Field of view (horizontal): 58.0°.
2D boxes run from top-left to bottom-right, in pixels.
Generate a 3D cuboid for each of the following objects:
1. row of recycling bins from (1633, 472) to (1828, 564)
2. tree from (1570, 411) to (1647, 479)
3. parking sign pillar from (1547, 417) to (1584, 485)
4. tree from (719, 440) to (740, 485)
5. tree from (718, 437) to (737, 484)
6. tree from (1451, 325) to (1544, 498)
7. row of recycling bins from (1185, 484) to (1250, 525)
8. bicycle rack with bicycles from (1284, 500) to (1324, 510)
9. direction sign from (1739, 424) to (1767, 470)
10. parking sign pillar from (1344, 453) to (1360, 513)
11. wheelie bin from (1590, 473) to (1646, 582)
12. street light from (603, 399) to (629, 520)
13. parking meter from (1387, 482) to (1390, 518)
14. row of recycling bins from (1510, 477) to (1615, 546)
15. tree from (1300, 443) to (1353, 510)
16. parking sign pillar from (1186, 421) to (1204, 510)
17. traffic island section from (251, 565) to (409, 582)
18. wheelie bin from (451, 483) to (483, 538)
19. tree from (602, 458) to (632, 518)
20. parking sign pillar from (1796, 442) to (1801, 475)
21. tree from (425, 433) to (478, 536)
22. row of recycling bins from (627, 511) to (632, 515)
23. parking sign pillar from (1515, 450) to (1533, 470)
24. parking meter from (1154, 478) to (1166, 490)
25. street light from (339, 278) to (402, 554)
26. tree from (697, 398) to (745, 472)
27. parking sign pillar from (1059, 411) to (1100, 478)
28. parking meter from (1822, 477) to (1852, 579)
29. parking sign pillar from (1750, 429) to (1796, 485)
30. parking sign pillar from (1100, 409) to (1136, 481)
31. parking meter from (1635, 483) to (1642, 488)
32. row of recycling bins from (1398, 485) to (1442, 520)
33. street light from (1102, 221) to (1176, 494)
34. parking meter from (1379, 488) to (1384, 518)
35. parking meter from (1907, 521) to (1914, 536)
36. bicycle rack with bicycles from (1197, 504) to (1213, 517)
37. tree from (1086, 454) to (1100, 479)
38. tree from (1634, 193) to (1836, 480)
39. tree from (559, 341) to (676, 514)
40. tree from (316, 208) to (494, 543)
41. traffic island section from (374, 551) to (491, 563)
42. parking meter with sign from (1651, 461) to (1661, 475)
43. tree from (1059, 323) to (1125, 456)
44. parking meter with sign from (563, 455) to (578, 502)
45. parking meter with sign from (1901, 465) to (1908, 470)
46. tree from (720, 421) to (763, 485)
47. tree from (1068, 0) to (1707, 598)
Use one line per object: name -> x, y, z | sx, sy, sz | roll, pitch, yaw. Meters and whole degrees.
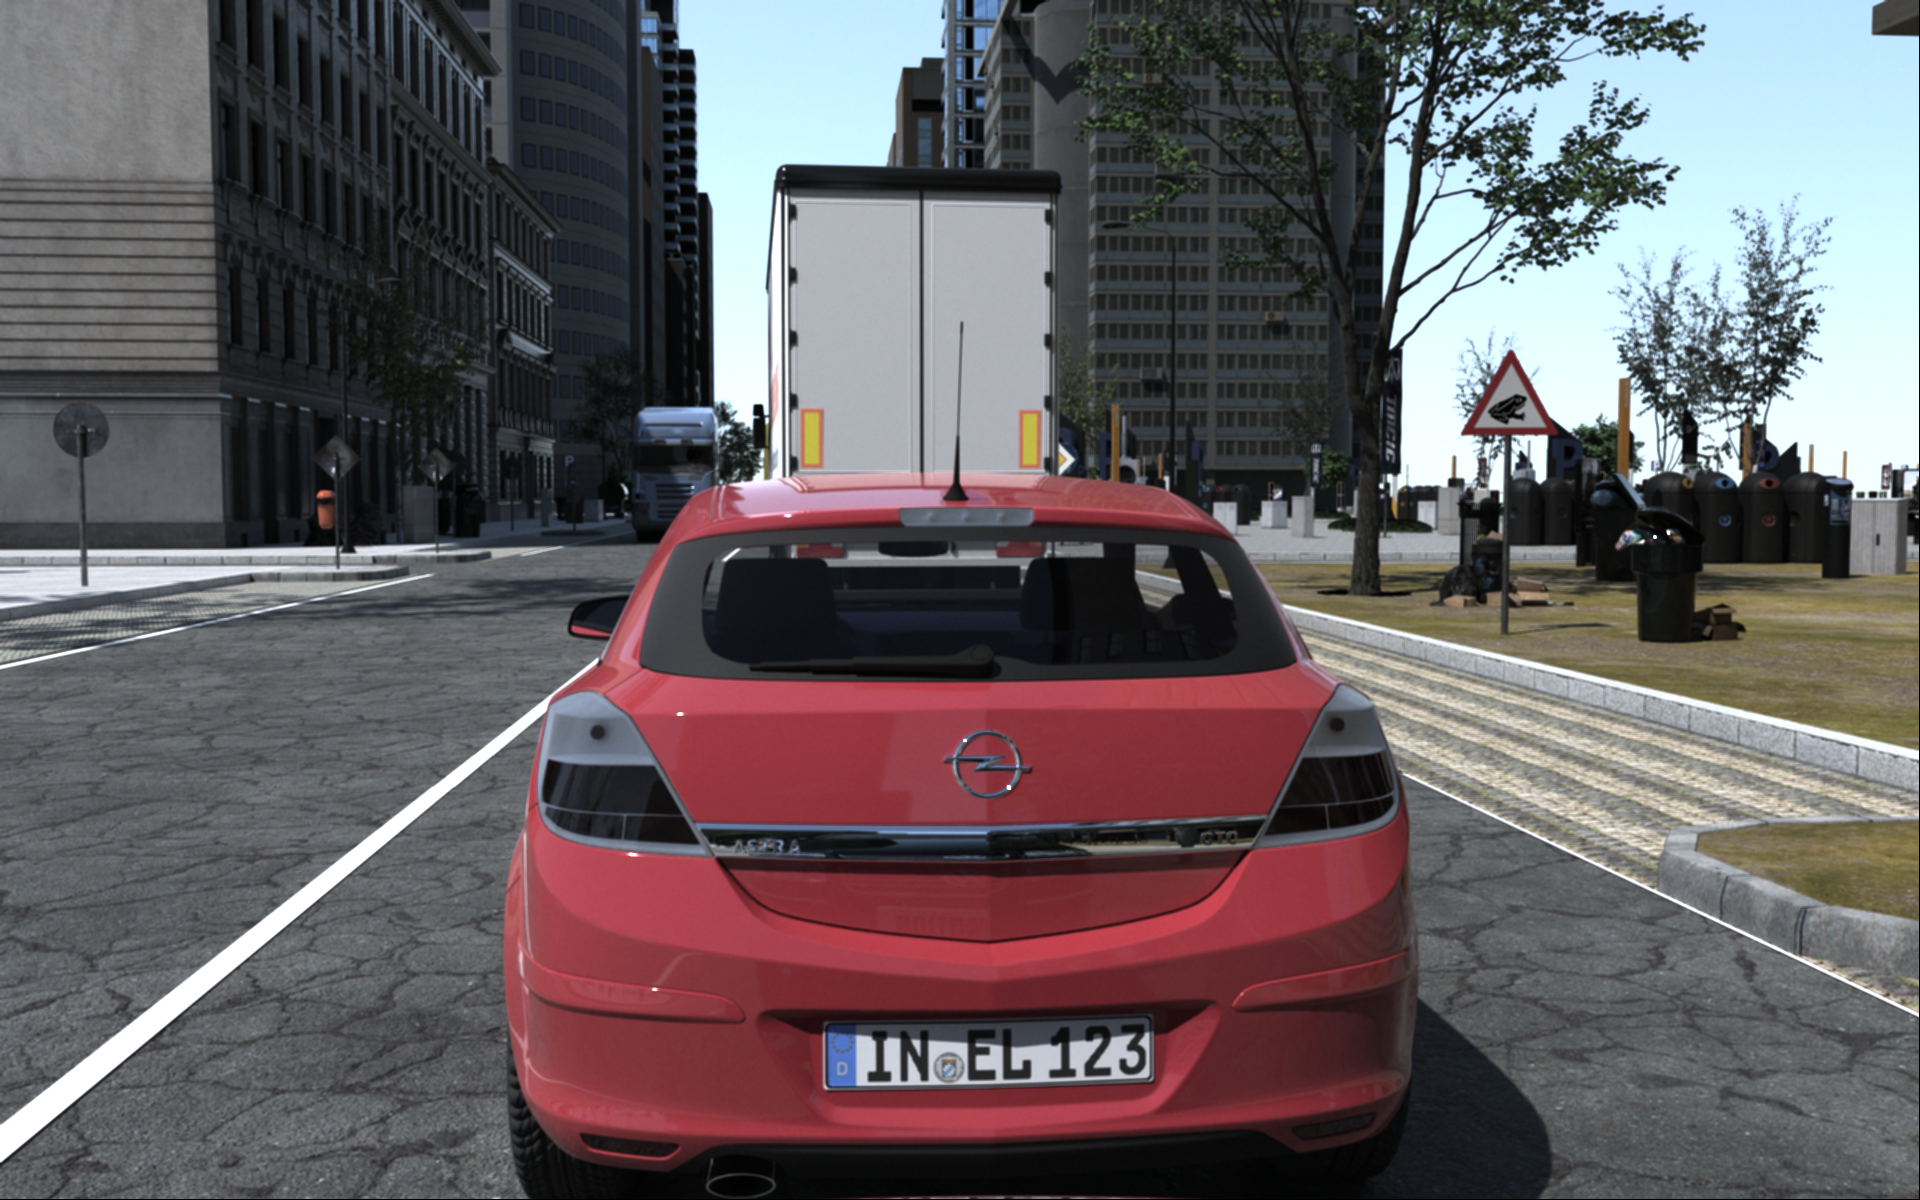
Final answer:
row of recycling bins -> 14.394, -1.529, 32.115 | 3.534, 1.692, 1.069 | 0, 4, -6
tree -> 25.406, -5.205, 68.810 | 4.285, 4.588, 4.351 | 0, 3, 0
parking sign pillar -> 21.337, -4.432, 60.933 | 1.447, 3.967, 1.447 | -1, 4, -14
tree -> -30.001, -16.580, 221.452 | 4.737, 8.622, 4.395 | 0, 3, 0
tree -> -28.662, -15.700, 207.062 | 4.360, 8.622, 3.978 | 0, 3, 0
tree -> 23.579, -7.728, 76.720 | 4.360, 8.622, 3.978 | 0, 3, 0
row of recycling bins -> 10.815, -4.010, 72.678 | 1.069, 1.692, 3.534 | -3, 4, -36
bicycle rack with bicycles -> 20.366, -5.610, 105.111 | 2.852, 0.926, 2.925 | -1, 4, -18
direction sign -> 25.686, -3.926, 56.183 | 0.379, 3.537, 0.876 | -3, 4, -36
parking sign pillar -> 26.137, -7.748, 115.160 | 1.447, 3.967, 1.447 | 3, 4, 36
wheelie bin -> 9.698, -1.080, 25.574 | 0.693, 1.594, 0.980 | 2, 4, 32
street light -> -16.933, -6.878, 85.002 | 1.470, 5.913, 1.316 | 0, 4, -5
parking meter -> 21.204, -4.914, 86.049 | 0.255, 1.863, 0.399 | 2, 4, 25
row of recycling bins -> 15.299, -2.226, 43.509 | 3.534, 1.692, 1.069 | -1, 4, -19
tree -> 23.265, -7.724, 110.008 | 4.285, 4.588, 4.351 | 0, 3, 0
parking sign pillar -> 8.722, -4.642, 64.367 | 1.447, 3.967, 1.447 | 1, 4, 19
traffic island section -> -10.629, -0.444, 29.540 | 2.009, 0.180, 2.903 | 0, 4, -5
wheelie bin -> -14.572, -2.656, 51.335 | 0.693, 1.594, 0.980 | 3, 5, 41
tree -> -18.664, -6.018, 92.988 | 1.663, 3.219, 1.824 | 0, 3, 0
parking sign pillar -> 43.141, -6.224, 90.233 | 1.447, 3.967, 1.447 | -1, 4, -18
tree -> -15.959, -3.600, 53.463 | 1.663, 3.219, 1.824 | 0, 3, 0
row of recycling bins -> -20.293, -6.215, 108.728 | 1.069, 1.692, 3.534 | -1, 4, -16
parking sign pillar -> 34.324, -7.158, 105.511 | 1.447, 3.967, 1.447 | -1, 4, -13
parking meter -> 7.326, -3.532, 63.458 | 0.399, 1.863, 0.255 | -2, 4, -26
street light -> -12.713, -3.966, 37.385 | 1.470, 5.913, 1.316 | 0, 4, -5
tree -> -26.869, -16.015, 187.606 | 9.928, 11.665, 9.643 | 0, 3, 0
parking sign pillar -> 2.974, -3.782, 50.307 | 1.447, 3.967, 1.447 | 3, 4, 37
parking meter -> 13.339, -1.097, 26.342 | 0.372, 1.533, 0.369 | 0, 3, 0
parking sign pillar -> 31.375, -4.842, 67.632 | 1.447, 3.967, 1.447 | -1, 4, -14
parking sign pillar -> 4.965, -4.047, 54.644 | 1.447, 3.967, 1.447 | -3, 4, -36
parking meter -> 37.027, -5.427, 94.440 | 0.399, 1.863, 0.255 | 2, 4, 26
row of recycling bins -> 22.485, -4.719, 84.271 | 1.069, 1.692, 3.534 | -1, 4, -17
street light -> 3.111, -3.494, 29.669 | 1.470, 5.913, 1.316 | 0, 4, -5
parking meter -> 16.346, -3.595, 67.183 | 0.372, 1.533, 0.369 | 0, 3, 0
parking meter -> 29.020, -2.889, 52.939 | 0.399, 1.863, 0.255 | 0, 3, 0
bicycle rack with bicycles -> 7.617, -2.898, 60.768 | 2.852, 0.926, 2.925 | -1, 4, -17
tree -> 5.338, -4.203, 63.326 | 1.663, 3.219, 1.824 | 0, 3, 0
tree -> 19.639, -5.664, 42.976 | 4.360, 8.622, 3.978 | 0, 3, 0
tree -> -20.264, -10.402, 104.492 | 8.767, 10.594, 7.601 | 1, 4, 18
tree -> -14.626, -5.832, 45.711 | 4.737, 8.622, 4.395 | 0, 3, 0
traffic island section -> -11.334, -0.930, 37.494 | 2.009, 0.180, 2.903 | 0, 4, -5
parking meter with sign -> 36.319, -5.700, 89.450 | 0.543, 3.016, 1.738 | 0, 4, -2
tree -> 4.990, -7.645, 75.350 | 4.737, 8.622, 4.395 | 0, 3, 0
parking meter with sign -> -17.165, -4.913, 76.583 | 0.543, 3.016, 1.738 | -1, 4, -19
parking meter with sign -> 57.275, -6.570, 103.673 | 1.738, 3.016, 0.543 | 0, 4, -6
tree -> -33.797, -21.426, 268.437 | 7.486, 12.596, 7.792 | 0, 3, 0
tree -> 5.066, -5.856, 21.506 | 9.928, 11.665, 9.643 | 0, 3, 0
